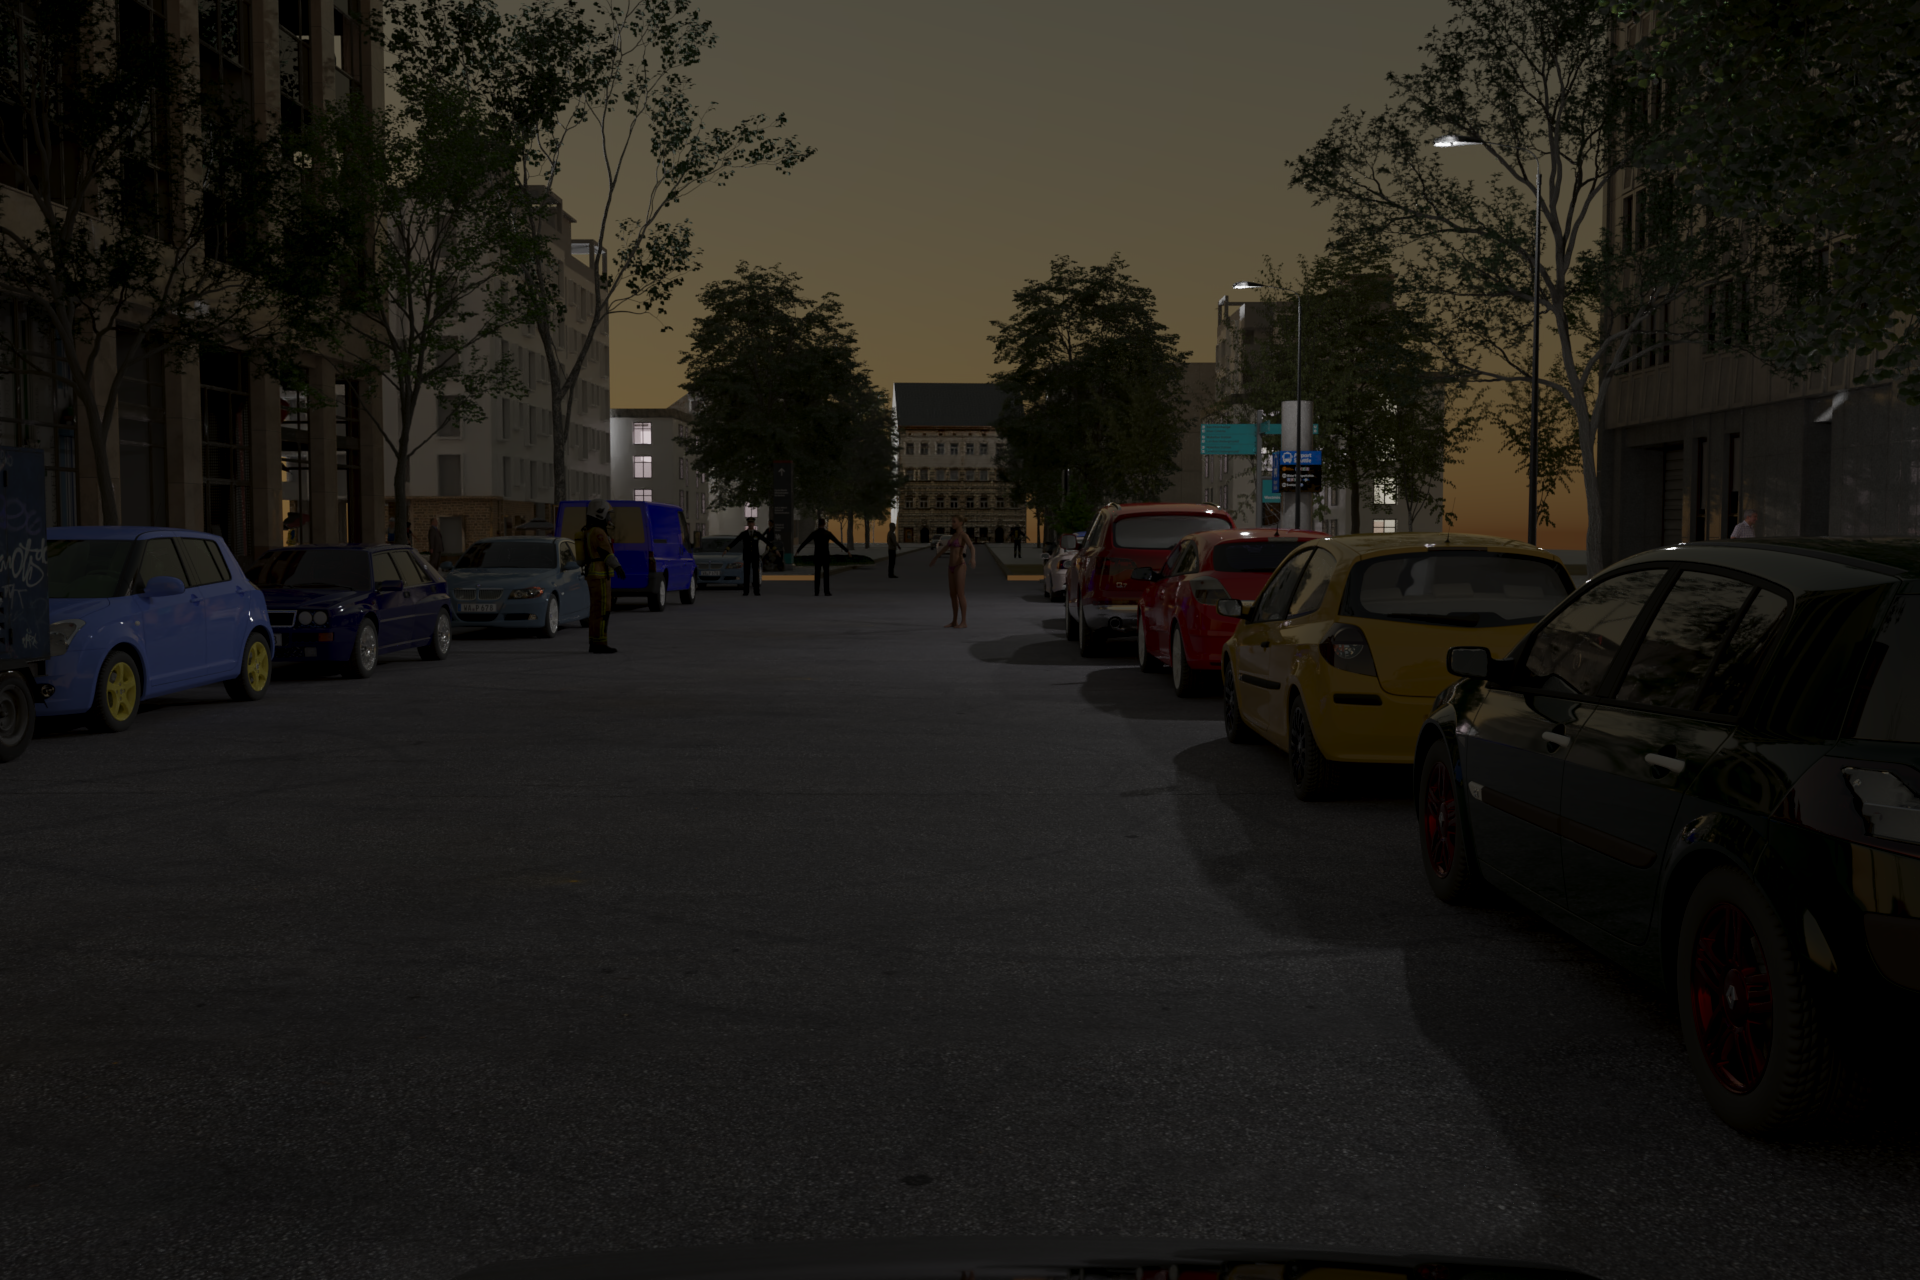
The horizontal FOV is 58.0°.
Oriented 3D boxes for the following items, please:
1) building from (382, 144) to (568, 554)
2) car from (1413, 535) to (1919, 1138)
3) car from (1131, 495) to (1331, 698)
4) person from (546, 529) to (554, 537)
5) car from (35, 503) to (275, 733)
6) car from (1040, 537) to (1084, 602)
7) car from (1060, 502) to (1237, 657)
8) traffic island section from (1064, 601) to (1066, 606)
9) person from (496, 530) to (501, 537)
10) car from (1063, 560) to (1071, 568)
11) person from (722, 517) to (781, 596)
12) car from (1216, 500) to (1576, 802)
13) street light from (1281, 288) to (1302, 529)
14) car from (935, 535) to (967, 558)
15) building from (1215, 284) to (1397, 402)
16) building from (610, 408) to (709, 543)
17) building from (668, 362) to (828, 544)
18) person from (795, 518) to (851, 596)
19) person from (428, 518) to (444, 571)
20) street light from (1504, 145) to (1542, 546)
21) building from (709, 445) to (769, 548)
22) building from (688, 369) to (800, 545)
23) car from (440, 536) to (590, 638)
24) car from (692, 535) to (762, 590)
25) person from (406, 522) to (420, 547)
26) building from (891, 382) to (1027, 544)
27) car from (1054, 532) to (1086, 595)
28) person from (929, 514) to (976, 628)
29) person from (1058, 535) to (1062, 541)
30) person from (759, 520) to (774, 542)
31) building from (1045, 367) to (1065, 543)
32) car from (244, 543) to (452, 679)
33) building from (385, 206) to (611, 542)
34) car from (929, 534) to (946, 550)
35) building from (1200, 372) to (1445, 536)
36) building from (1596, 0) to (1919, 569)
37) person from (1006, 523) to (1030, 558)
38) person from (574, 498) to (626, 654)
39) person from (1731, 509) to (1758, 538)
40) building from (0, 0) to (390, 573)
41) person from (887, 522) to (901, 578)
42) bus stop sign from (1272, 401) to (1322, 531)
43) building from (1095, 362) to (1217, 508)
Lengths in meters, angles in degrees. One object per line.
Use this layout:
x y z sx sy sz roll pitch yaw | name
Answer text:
-27.108 -13.942 84.371 16.016 20.090 11.380 0 3 0 | building
2.694 0.262 5.500 2.009 1.686 4.222 0 4 1 | car
2.767 -0.465 16.639 2.155 1.783 4.494 0 4 0 | car
-11.411 -2.357 47.812 0.697 1.427 0.421 0 4 -4 | person
-6.877 -0.246 13.617 1.945 1.707 3.694 0 4 1 | car
2.823 -1.559 37.846 2.083 1.381 4.827 0 4 0 | car
2.417 -0.793 21.644 2.281 1.827 5.304 0 4 1 | car
3.083 -0.700 34.310 1.991 0.108 1.994 0 4 0 | traffic island section
-15.872 -3.071 59.471 0.991 1.433 0.599 -3 5 -40 | person
2.713 -0.920 27.396 2.083 1.381 4.827 0 4 -1 | car
-4.851 -1.948 40.247 1.347 1.837 0.705 -1 4 -9 | person
2.665 -0.029 10.695 2.015 1.641 3.980 0 4 1 | car
6.793 -3.634 31.964 1.470 5.913 1.316 0 4 0 | street light
-0.524 -5.771 106.713 2.083 1.381 4.827 0 4 0 | car
25.593 -17.226 138.058 16.016 20.090 11.380 0 4 1 | building
-23.225 -11.481 129.858 9.099 9.664 28.070 0 4 1 | building
-27.056 -23.992 223.190 19.493 23.208 18.063 0 4 0 | building
-3.190 -1.923 40.122 1.346 1.802 0.704 1 4 10 | person
-15.185 -2.670 50.253 0.434 1.755 0.990 0 4 3 | person
7.286 -2.921 20.305 1.470 5.913 1.316 0 4 0 | street light
-21.497 -14.160 173.668 9.099 9.664 28.070 0 4 1 | building
-24.369 -20.716 195.119 16.016 20.090 11.380 0 4 0 | building
-6.437 -0.814 25.316 2.014 1.417 4.499 0 4 0 | car
-6.280 -2.064 45.751 2.014 1.417 4.499 0 4 1 | car
-24.489 -4.333 76.987 1.345 1.843 0.704 3 5 40 | person
-0.488 -25.485 250.071 18.063 23.208 19.493 0 4 -5 | building
3.289 -1.997 42.238 1.945 1.707 3.694 0 4 0 | car
-0.102 -1.051 26.438 0.721 1.733 1.217 -2 4 -33 | person
5.381 -5.131 90.167 0.705 1.796 1.348 -1 4 -15 | person
-6.843 -3.451 62.608 1.347 1.806 0.705 2 4 30 | person
24.783 -23.191 223.139 27.936 21.610 32.646 0 4 1 | building
-6.714 -0.354 18.376 1.945 1.354 3.894 0 4 0 | car
-28.129 -14.986 101.440 16.016 20.090 11.380 0 4 0 | building
-1.771 -8.934 155.851 2.009 1.686 4.222 0 4 1 | car
20.773 -9.883 103.727 9.099 9.664 28.070 0 4 0 | building
26.059 -13.887 44.307 12.078 24.872 19.932 0 4 1 | building
3.063 -5.274 92.013 1.354 1.856 0.705 1 4 18 | person
-4.318 -0.773 20.859 0.705 1.858 1.354 -2 4 -26 | person
13.540 -1.394 29.772 0.756 1.711 0.436 -2 4 -28 | person
-30.004 -16.673 38.832 22.709 31.103 35.509 0 4 1 | building
-2.187 -2.934 56.558 0.705 1.813 1.348 -1 4 -16 | person
6.707 -2.784 34.539 0.837 3.901 0.837 0 4 1 | bus stop sign
23.943 -19.605 187.001 16.747 18.905 31.486 0 4 0 | building
